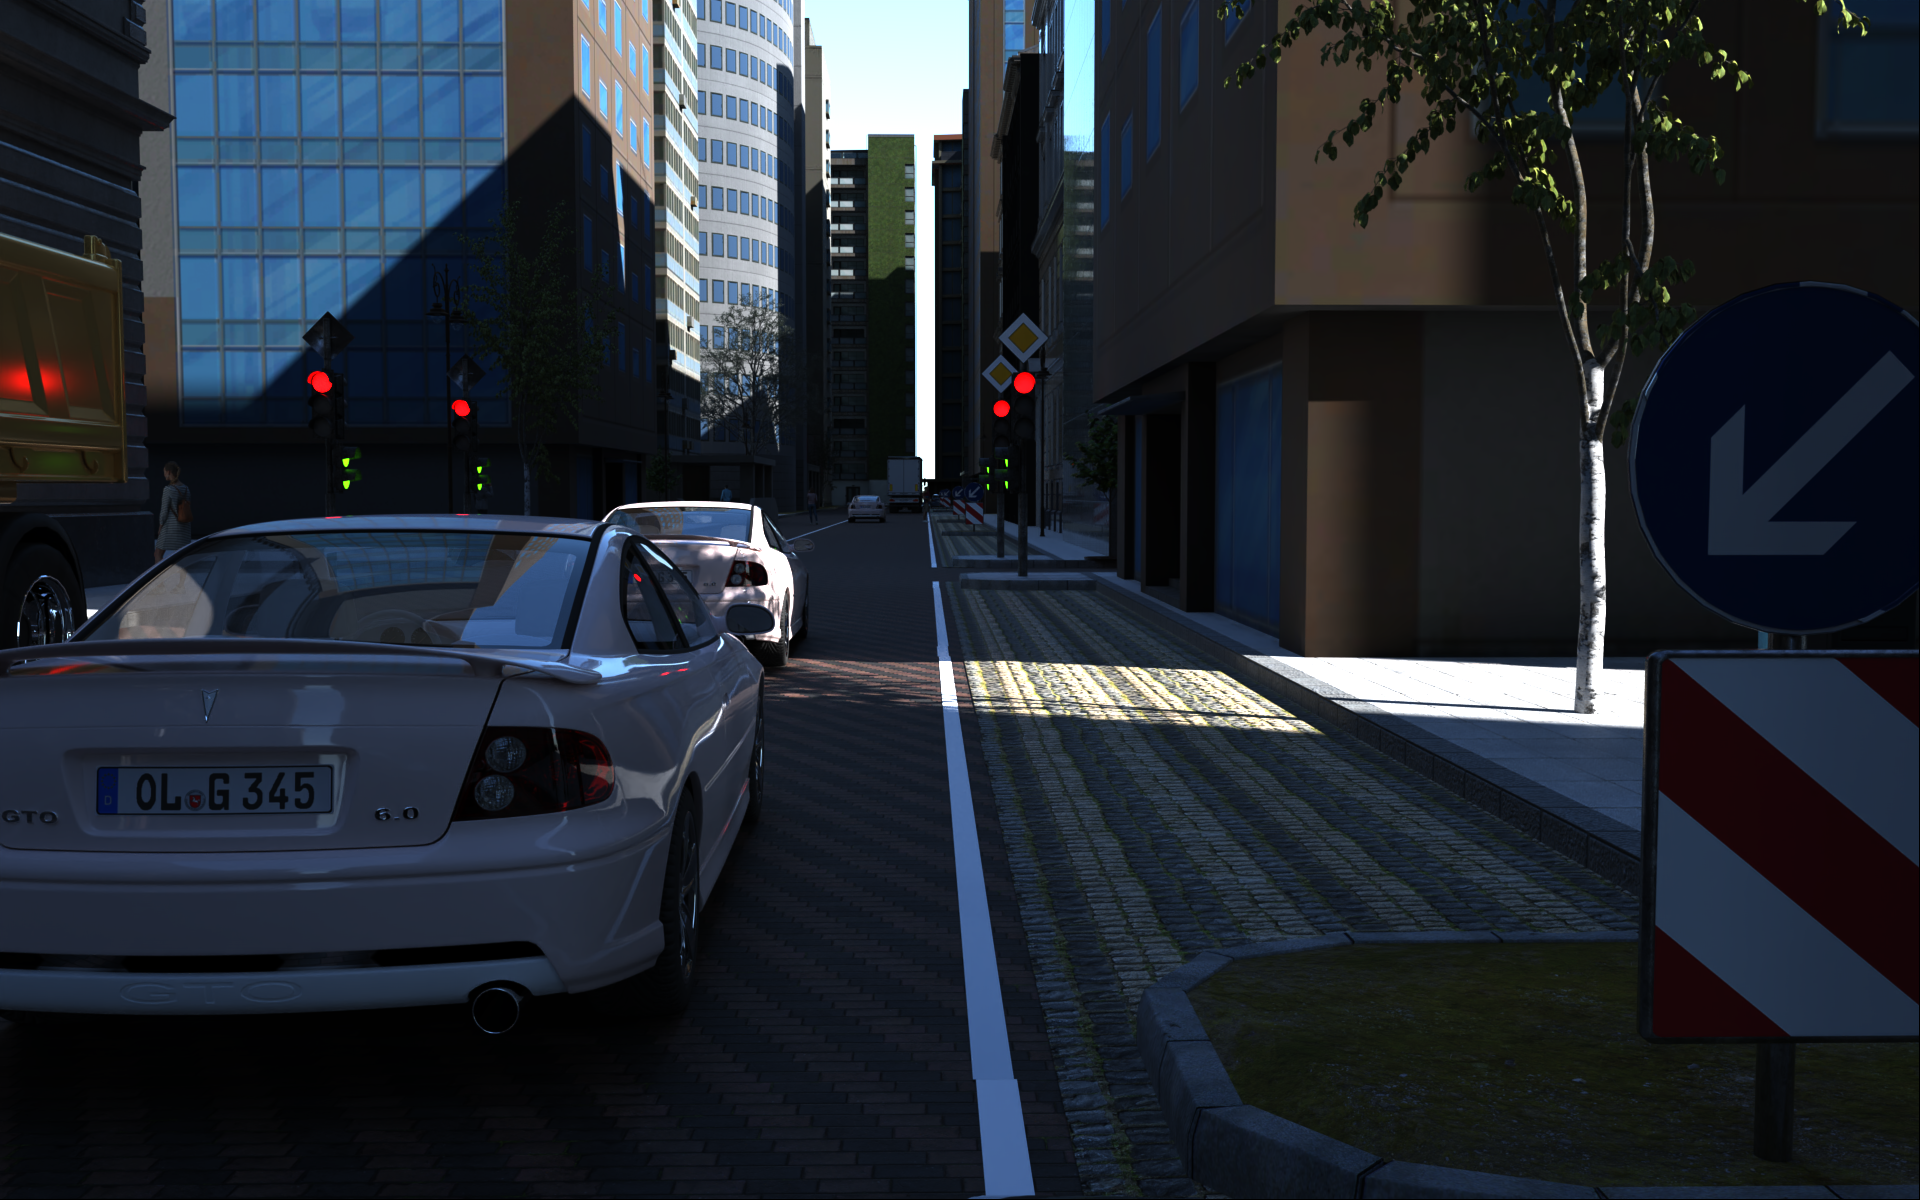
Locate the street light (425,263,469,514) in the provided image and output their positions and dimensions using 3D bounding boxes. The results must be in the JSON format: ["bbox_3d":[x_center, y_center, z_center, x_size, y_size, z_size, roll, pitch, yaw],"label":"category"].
[{"bbox_3d":[-10.297,-3.799,34.903,0.468,5.910,1.993,0,4,-1],"label":"street light"}]

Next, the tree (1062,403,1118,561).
[{"bbox_3d":[2.804,-2.396,33.782,1.663,3.219,1.824,0,3,0],"label":"tree"}]

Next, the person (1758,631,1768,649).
[{"bbox_3d":[5.815,-0.332,12.301,0.563,1.720,0.643,-1,4,-23],"label":"person"}]

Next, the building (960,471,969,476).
[{"bbox_3d":[12.077,-32.809,156.043,23.786,49.044,30.456,0,4,-1],"label":"building"}]

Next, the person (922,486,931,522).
[{"bbox_3d":[-1.711,-4.843,87.651,0.573,1.828,0.580,-2,4,-28],"label":"person"}]

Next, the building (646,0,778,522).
[{"bbox_3d":[-25.381,-23.813,81.224,32.217,40.220,23.993,0,4,-1],"label":"building"}]

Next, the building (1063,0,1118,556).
[{"bbox_3d":[12.860,-13.628,40.834,19.932,24.808,12.078,0,4,-1],"label":"building"}]

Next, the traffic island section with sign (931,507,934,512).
[{"bbox_3d":[-1.165,-7.857,137.084,1.989,1.847,2.006,0,4,-1],"label":"traffic island section with sign"}]

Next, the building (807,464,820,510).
[{"bbox_3d":[-22.562,-43.337,146.810,20.563,71.187,20.611,0,4,-1],"label":"building"}]

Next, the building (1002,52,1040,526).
[{"bbox_3d":[8.372,-15.091,76.419,12.332,23.373,15.834,0,4,-1],"label":"building"}]

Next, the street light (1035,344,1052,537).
[{"bbox_3d":[2.492,-4.859,52.232,0.468,5.910,1.993,0,4,-1],"label":"street light"}]

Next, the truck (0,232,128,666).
[{"bbox_3d":[-6.702,-0.677,6.989,3.469,3.379,9.791,0,4,-3],"label":"truck"}]

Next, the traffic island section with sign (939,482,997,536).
[{"bbox_3d":[0.363,-3.118,59.603,1.989,1.847,2.006,0,4,-1],"label":"traffic island section with sign"}]

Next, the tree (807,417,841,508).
[{"bbox_3d":[-12.947,-12.968,162.390,4.360,8.622,3.978,0,3,0],"label":"tree"}]

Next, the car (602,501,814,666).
[{"bbox_3d":[-2.399,-0.209,15.775,2.083,1.381,4.827,0,4,-2],"label":"car"}]

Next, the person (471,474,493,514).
[{"bbox_3d":[-12.658,-2.429,45.941,0.473,1.802,0.592,-2,4,-34],"label":"person"}]

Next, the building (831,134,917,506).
[{"bbox_3d":[-12.022,-31.572,199.796,14.086,41.232,14.154,0,4,-1],"label":"building"}]

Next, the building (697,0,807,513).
[{"bbox_3d":[-22.440,-35.518,122.717,21.231,58.520,28.212,0,4,-1],"label":"building"}]

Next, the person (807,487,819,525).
[{"bbox_3d":[-6.896,-4.425,81.434,0.593,1.750,0.643,-1,4,-11],"label":"person"}]

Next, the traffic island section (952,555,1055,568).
[{"bbox_3d":[0.843,-0.778,35.009,2.009,0.180,2.903,0,4,-1],"label":"traffic island section"}]

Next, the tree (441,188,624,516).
[{"bbox_3d":[-10.504,-5.656,42.833,4.737,8.622,4.395,0,3,0],"label":"tree"}]

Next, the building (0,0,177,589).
[{"bbox_3d":[-21.064,-11.690,20.004,19.941,23.489,11.050,0,4,-1],"label":"building"}]

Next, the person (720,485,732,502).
[{"bbox_3d":[-13.273,-5.653,98.485,0.660,1.820,0.620,-2,4,-35],"label":"person"}]

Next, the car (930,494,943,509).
[{"bbox_3d":[-2.005,-9.601,168.971,2.014,1.417,4.499,0,3,0],"label":"car"}]

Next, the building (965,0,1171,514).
[{"bbox_3d":[7.738,-29.571,133.604,14.600,45.320,14.200,0,4,-1],"label":"building"}]

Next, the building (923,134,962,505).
[{"bbox_3d":[9.470,-33.649,204.779,28.867,44.769,22.147,0,4,-1],"label":"building"}]

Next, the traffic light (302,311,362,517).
[{"bbox_3d":[-9.698,-2.310,26.684,0.839,4.253,0.868,0,4,-1],"label":"traffic light"}]

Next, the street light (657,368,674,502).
[{"bbox_3d":[-10.818,-5.559,63.680,0.468,5.910,1.993,0,4,-1],"label":"street light"}]

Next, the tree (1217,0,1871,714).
[{"bbox_3d":[3.466,-3.637,9.826,4.737,8.622,4.395,0,3,0],"label":"tree"}]

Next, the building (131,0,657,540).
[{"bbox_3d":[-17.701,-24.713,54.169,14.600,45.320,14.200,0,4,-1],"label":"building"}]

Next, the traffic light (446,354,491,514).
[{"bbox_3d":[-9.857,-2.798,34.668,0.839,4.253,0.868,0,4,-1],"label":"traffic light"}]

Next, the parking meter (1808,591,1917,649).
[{"bbox_3d":[2.868,0.009,5.566,0.255,1.863,0.399,0,4,3],"label":"parking meter"}]

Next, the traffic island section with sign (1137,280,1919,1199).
[{"bbox_3d":[1.459,0.282,4.023,1.989,1.847,2.006,0,4,-1],"label":"traffic island section with sign"}]

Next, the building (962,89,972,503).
[{"bbox_3d":[7.193,-30.266,178.439,14.154,41.232,14.086,0,4,-1],"label":"building"}]

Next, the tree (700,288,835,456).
[{"bbox_3d":[-12.491,-11.796,103.232,12.009,13.543,11.850,0,3,0],"label":"tree"}]

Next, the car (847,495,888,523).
[{"bbox_3d":[-4.732,-4.641,88.249,2.083,1.381,4.827,0,4,-1],"label":"car"}]

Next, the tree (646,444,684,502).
[{"bbox_3d":[-11.487,-4.426,66.966,1.663,3.219,1.824,0,3,0],"label":"tree"}]

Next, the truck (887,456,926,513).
[{"bbox_3d":[-4.172,-8.897,134.376,2.839,4.237,11.283,0,4,0],"label":"truck"}]

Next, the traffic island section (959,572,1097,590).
[{"bbox_3d":[1.001,-0.290,27.025,2.009,0.180,2.903,0,4,-1],"label":"traffic island section"}]

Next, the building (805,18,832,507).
[{"bbox_3d":[-24.074,-33.688,174.493,21.600,48.544,21.300,0,4,-1],"label":"building"}]

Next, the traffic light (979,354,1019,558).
[{"bbox_3d":[0.802,-2.812,34.894,0.839,4.253,0.868,0,4,-1],"label":"traffic light"}]

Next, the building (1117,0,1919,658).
[{"bbox_3d":[9.122,-22.563,19.012,14.600,45.320,14.200,0,4,-1],"label":"building"}]

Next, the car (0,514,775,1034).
[{"bbox_3d":[-1.727,0.383,6.099,2.083,1.381,4.827,0,4,-3],"label":"car"}]

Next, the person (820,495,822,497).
[{"bbox_3d":[-13.656,-9.645,163.744,1.348,1.824,0.705,1,4,17],"label":"person"}]

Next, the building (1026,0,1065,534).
[{"bbox_3d":[9.432,-16.641,57.989,13.634,28.700,20.117,0,4,-1],"label":"building"}]

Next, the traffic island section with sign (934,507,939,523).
[{"bbox_3d":[-0.174,-4.779,86.770,1.989,1.847,2.006,0,4,-1],"label":"traffic island section with sign"}]

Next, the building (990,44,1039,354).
[{"bbox_3d":[8.341,-18.316,96.732,12.463,27.353,25.104,0,4,-1],"label":"building"}]

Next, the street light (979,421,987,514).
[{"bbox_3d":[1.488,-8.375,109.717,0.468,5.910,1.993,0,4,-1],"label":"street light"}]

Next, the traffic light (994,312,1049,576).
[{"bbox_3d":[0.960,-2.324,26.910,0.839,4.253,0.868,0,4,-1],"label":"traffic light"}]

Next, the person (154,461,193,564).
[{"bbox_3d":[-10.096,-0.931,22.261,0.522,1.701,0.512,1,4,16],"label":"person"}]

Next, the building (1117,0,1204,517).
[{"bbox_3d":[8.076,-28.673,118.909,14.600,45.320,14.200,0,4,-1],"label":"building"}]

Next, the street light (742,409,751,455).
[{"bbox_3d":[-11.388,-7.317,92.424,0.468,5.910,1.993,0,4,-1],"label":"street light"}]
